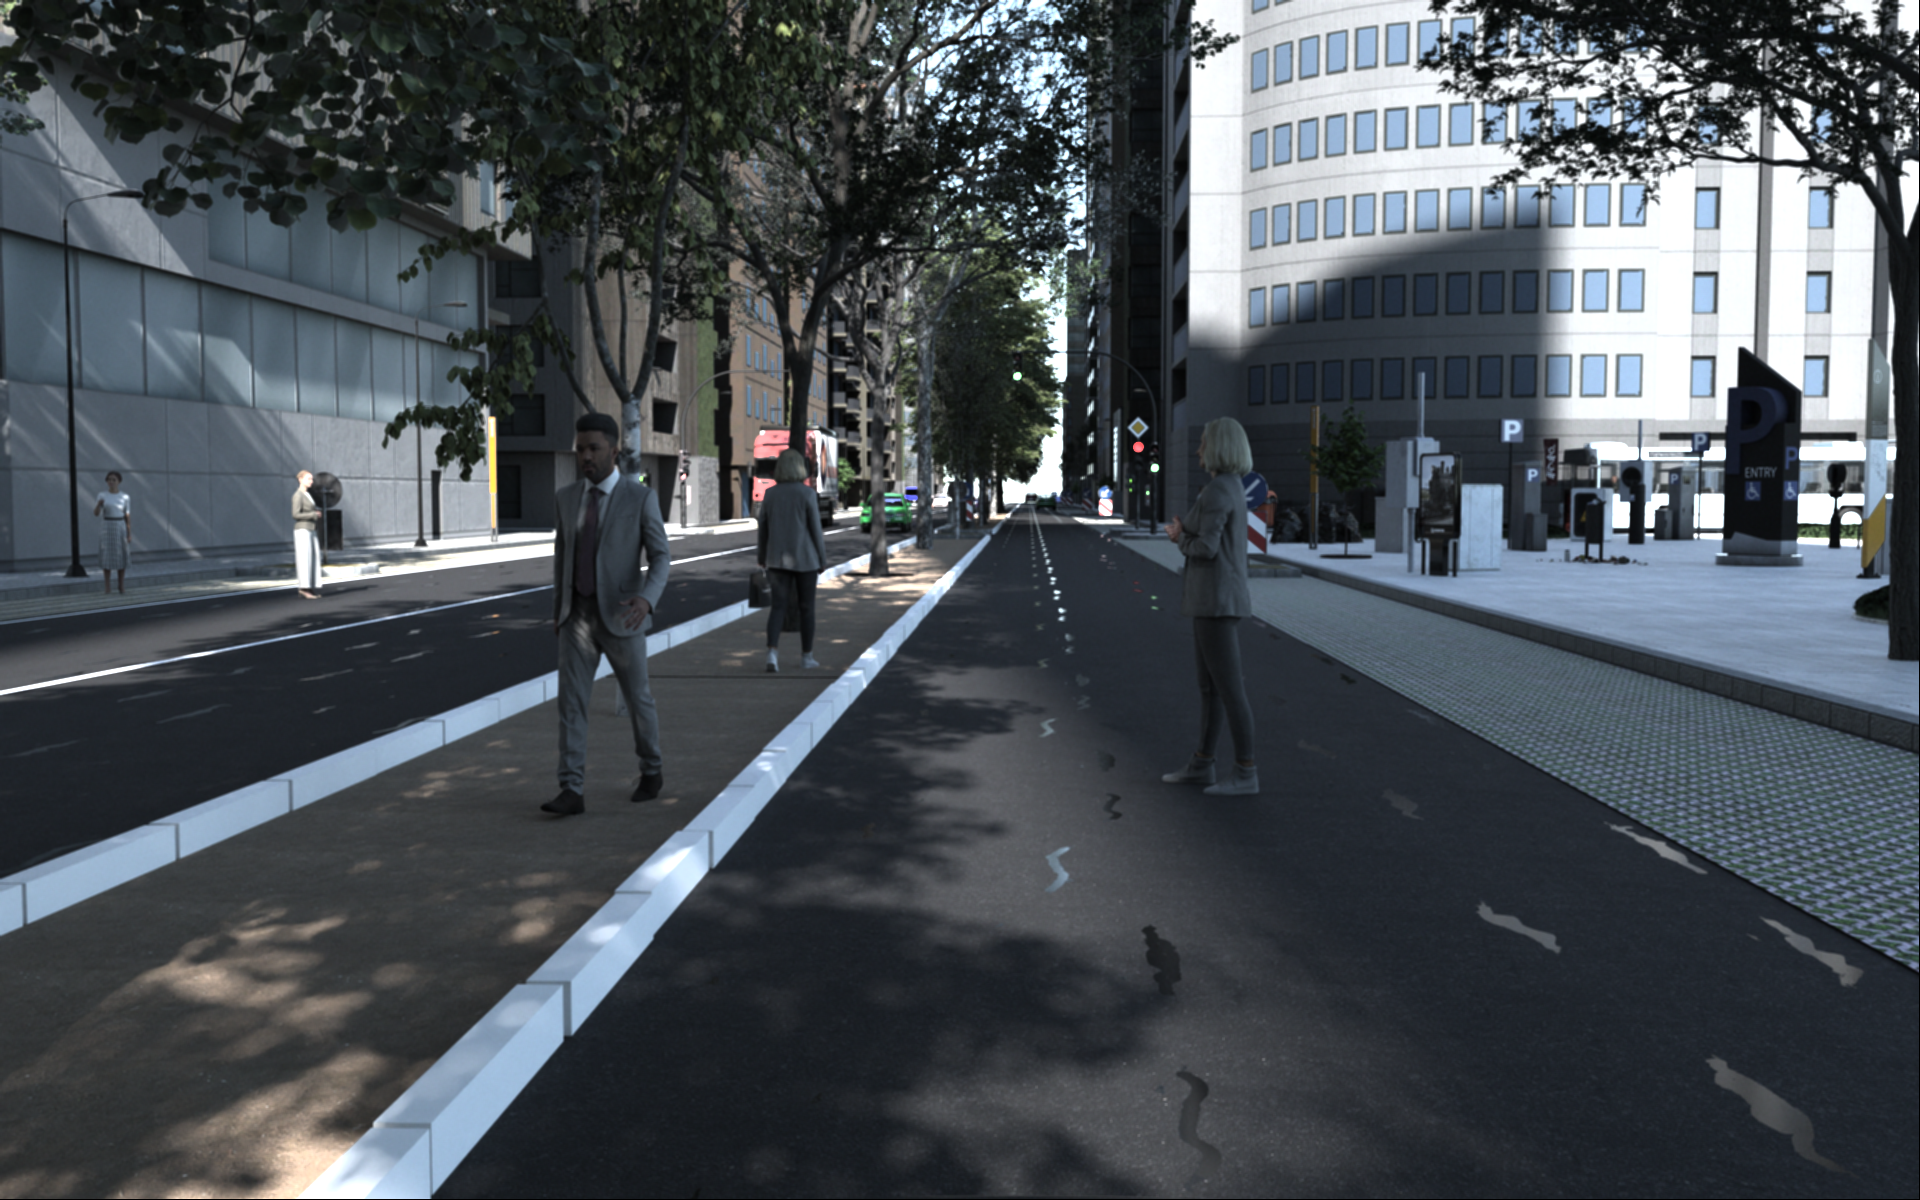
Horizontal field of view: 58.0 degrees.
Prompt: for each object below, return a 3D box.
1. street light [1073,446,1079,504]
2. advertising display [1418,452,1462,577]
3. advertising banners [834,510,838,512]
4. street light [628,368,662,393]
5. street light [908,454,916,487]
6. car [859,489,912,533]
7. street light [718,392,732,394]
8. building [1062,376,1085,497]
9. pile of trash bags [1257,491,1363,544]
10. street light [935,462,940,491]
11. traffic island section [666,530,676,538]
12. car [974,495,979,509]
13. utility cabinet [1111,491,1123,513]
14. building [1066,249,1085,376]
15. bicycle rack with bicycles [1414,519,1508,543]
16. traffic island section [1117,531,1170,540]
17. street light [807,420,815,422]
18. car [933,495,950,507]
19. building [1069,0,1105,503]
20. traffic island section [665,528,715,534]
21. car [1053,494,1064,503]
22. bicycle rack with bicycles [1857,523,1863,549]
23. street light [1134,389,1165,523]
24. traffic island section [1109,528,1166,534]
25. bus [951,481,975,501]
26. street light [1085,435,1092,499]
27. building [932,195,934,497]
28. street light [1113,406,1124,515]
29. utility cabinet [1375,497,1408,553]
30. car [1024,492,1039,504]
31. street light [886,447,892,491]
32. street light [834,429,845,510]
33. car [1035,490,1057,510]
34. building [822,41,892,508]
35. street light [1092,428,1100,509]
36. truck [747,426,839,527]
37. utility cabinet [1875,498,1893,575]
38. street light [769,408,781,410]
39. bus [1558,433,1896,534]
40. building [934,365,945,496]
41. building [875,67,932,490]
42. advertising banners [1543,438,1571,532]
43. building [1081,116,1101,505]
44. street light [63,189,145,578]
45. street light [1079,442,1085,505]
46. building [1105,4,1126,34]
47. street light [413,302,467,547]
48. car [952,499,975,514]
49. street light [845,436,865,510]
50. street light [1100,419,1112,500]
[{"bbox_3d":[12.061,-12.001,168.757,1.470,5.913,1.316,0,4,2],"label":"street light"},{"bbox_3d":[7.529,-1.344,27.186,0.123,1.923,0.974,-1,4,-19],"label":"advertising display"},{"bbox_3d":[-9.173,-8.033,127.523,0.090,3.025,2.074,0,4,5],"label":"advertising banners"},{"bbox_3d":[-11.617,-5.575,63.700,1.470,5.913,1.316,0,4,2],"label":"street light"},{"bbox_3d":[-6.180,-13.940,200.452,1.470,5.913,1.316,0,4,2],"label":"street light"},{"bbox_3d":[-2.778,-3.470,65.527,1.959,1.807,4.718,0,4,1],"label":"car"},{"bbox_3d":[-11.013,-6.489,78.629,1.470,5.913,1.316,0,4,2],"label":"street light"},{"bbox_3d":[29.875,-25.879,268.158,27.650,21.520,28.899,0,4,2],"label":"building"},{"bbox_3d":[8.914,-2.175,45.309,3.447,1.369,1.912,-3,5,-42],"label":"pile of trash bags"},{"bbox_3d":[-3.509,-18.109,268.621,1.470,5.913,1.316,0,4,2],"label":"street light"},{"bbox_3d":[-10.509,-2.049,55.783,2.009,0.180,2.903,0,4,2],"label":"traffic island section"},{"bbox_3d":[0.977,-9.156,162.281,1.945,1.354,3.894,0,4,3],"label":"car"},{"bbox_3d":[10.364,-6.452,114.166,0.318,1.500,1.173,3,4,38],"label":"utility cabinet"},{"bbox_3d":[24.748,-37.064,289.591,14.154,41.232,14.086,0,4,2],"label":"building"},{"bbox_3d":[13.236,-2.002,46.115,2.925,0.926,2.852,-2,4,-26],"label":"bicycle rack with bicycles"},{"bbox_3d":[6.169,-2.008,55.117,2.009,0.180,2.903,0,4,2],"label":"traffic island section"},{"bbox_3d":[-9.764,-8.315,108.485,1.470,5.913,1.316,0,4,2],"label":"street light"},{"bbox_3d":[-2.159,-10.906,190.674,2.083,1.381,4.827,0,4,3],"label":"car"},{"bbox_3d":[25.840,-49.164,242.074,20.563,71.187,20.611,0,4,2],"label":"building"},{"bbox_3d":[-10.192,-2.537,63.761,2.009,0.180,2.903,0,4,2],"label":"traffic island section"},{"bbox_3d":[13.508,-14.180,241.439,1.945,1.707,3.694,0,4,3],"label":"car"},{"bbox_3d":[22.216,-1.636,40.131,2.852,0.926,2.925,-1,4,-15],"label":"bicycle rack with bicycles"},{"bbox_3d":[8.402,-6.380,76.858,1.470,5.913,1.316,0,4,2],"label":"street light"},{"bbox_3d":[6.486,-2.496,63.096,2.009,0.180,2.903,0,4,2],"label":"traffic island section"},{"bbox_3d":[0.406,-14.886,238.241,2.948,3.499,13.247,0,4,4],"label":"bus"},{"bbox_3d":[10.868,-10.066,137.116,1.470,5.913,1.316,0,4,2],"label":"street light"},{"bbox_3d":[-15.227,-44.242,265.363,21.231,58.520,28.212,0,4,2],"label":"building"},{"bbox_3d":[9.030,-7.293,91.786,1.470,5.913,1.316,0,4,2],"label":"street light"},{"bbox_3d":[9.523,-1.642,38.008,0.306,1.237,1.020,-1,4,-21],"label":"utility cabinet"},{"bbox_3d":[10.756,-15.432,260.992,2.281,1.827,5.304,0,4,2],"label":"car"},{"bbox_3d":[-7.391,-12.077,169.997,1.470,5.913,1.316,0,4,2],"label":"street light"},{"bbox_3d":[-9.203,-9.235,123.532,1.470,5.913,1.316,0,4,2],"label":"street light"},{"bbox_3d":[7.827,-9.100,157.585,1.959,1.807,4.718,0,4,1],"label":"car"},{"bbox_3d":[-18.827,-32.249,181.903,22.147,44.769,28.867,0,4,2],"label":"building"},{"bbox_3d":[10.251,-9.133,121.873,1.470,5.913,1.316,0,4,2],"label":"street light"},{"bbox_3d":[-6.889,-5.154,73.174,2.839,4.237,11.283,0,4,2],"label":"truck"},{"bbox_3d":[15.145,-1.001,27.521,1.020,1.237,0.306,0,4,8],"label":"utility cabinet"},{"bbox_3d":[-10.346,-7.401,93.555,1.470,5.913,1.316,0,4,2],"label":"street light"},{"bbox_3d":[26.494,-3.910,58.781,13.247,3.499,2.948,0,4,1],"label":"bus"},{"bbox_3d":[-9.935,-31.565,287.786,14.160,30.474,14.107,0,4,2],"label":"building"},{"bbox_3d":[-15.642,-42.515,237.125,21.231,58.520,28.212,0,4,2],"label":"building"},{"bbox_3d":[19.141,-3.545,54.142,0.090,3.025,2.074,-3,5,-40],"label":"advertising banners"},{"bbox_3d":[26.082,-35.356,197.684,23.786,49.044,30.456,0,4,2],"label":"building"},{"bbox_3d":[-13.128,-3.305,26.579,1.470,5.913,1.316,0,4,2],"label":"street light"},{"bbox_3d":[11.588,-11.088,153.823,1.470,5.913,1.316,0,4,2],"label":"street light"},{"bbox_3d":[19.414,-30.393,147.038,14.600,45.320,14.200,0,4,2],"label":"building"},{"bbox_3d":[-12.582,-4.245,41.947,1.470,5.913,1.316,0,4,2],"label":"street light"},{"bbox_3d":[0.152,-6.712,122.319,1.945,1.354,3.894,0,4,4],"label":"car"},{"bbox_3d":[-8.630,-10.251,140.141,1.470,5.913,1.316,0,4,2],"label":"street light"},{"bbox_3d":[9.572,-8.221,106.947,1.470,5.913,1.316,0,4,2],"label":"street light"}]
